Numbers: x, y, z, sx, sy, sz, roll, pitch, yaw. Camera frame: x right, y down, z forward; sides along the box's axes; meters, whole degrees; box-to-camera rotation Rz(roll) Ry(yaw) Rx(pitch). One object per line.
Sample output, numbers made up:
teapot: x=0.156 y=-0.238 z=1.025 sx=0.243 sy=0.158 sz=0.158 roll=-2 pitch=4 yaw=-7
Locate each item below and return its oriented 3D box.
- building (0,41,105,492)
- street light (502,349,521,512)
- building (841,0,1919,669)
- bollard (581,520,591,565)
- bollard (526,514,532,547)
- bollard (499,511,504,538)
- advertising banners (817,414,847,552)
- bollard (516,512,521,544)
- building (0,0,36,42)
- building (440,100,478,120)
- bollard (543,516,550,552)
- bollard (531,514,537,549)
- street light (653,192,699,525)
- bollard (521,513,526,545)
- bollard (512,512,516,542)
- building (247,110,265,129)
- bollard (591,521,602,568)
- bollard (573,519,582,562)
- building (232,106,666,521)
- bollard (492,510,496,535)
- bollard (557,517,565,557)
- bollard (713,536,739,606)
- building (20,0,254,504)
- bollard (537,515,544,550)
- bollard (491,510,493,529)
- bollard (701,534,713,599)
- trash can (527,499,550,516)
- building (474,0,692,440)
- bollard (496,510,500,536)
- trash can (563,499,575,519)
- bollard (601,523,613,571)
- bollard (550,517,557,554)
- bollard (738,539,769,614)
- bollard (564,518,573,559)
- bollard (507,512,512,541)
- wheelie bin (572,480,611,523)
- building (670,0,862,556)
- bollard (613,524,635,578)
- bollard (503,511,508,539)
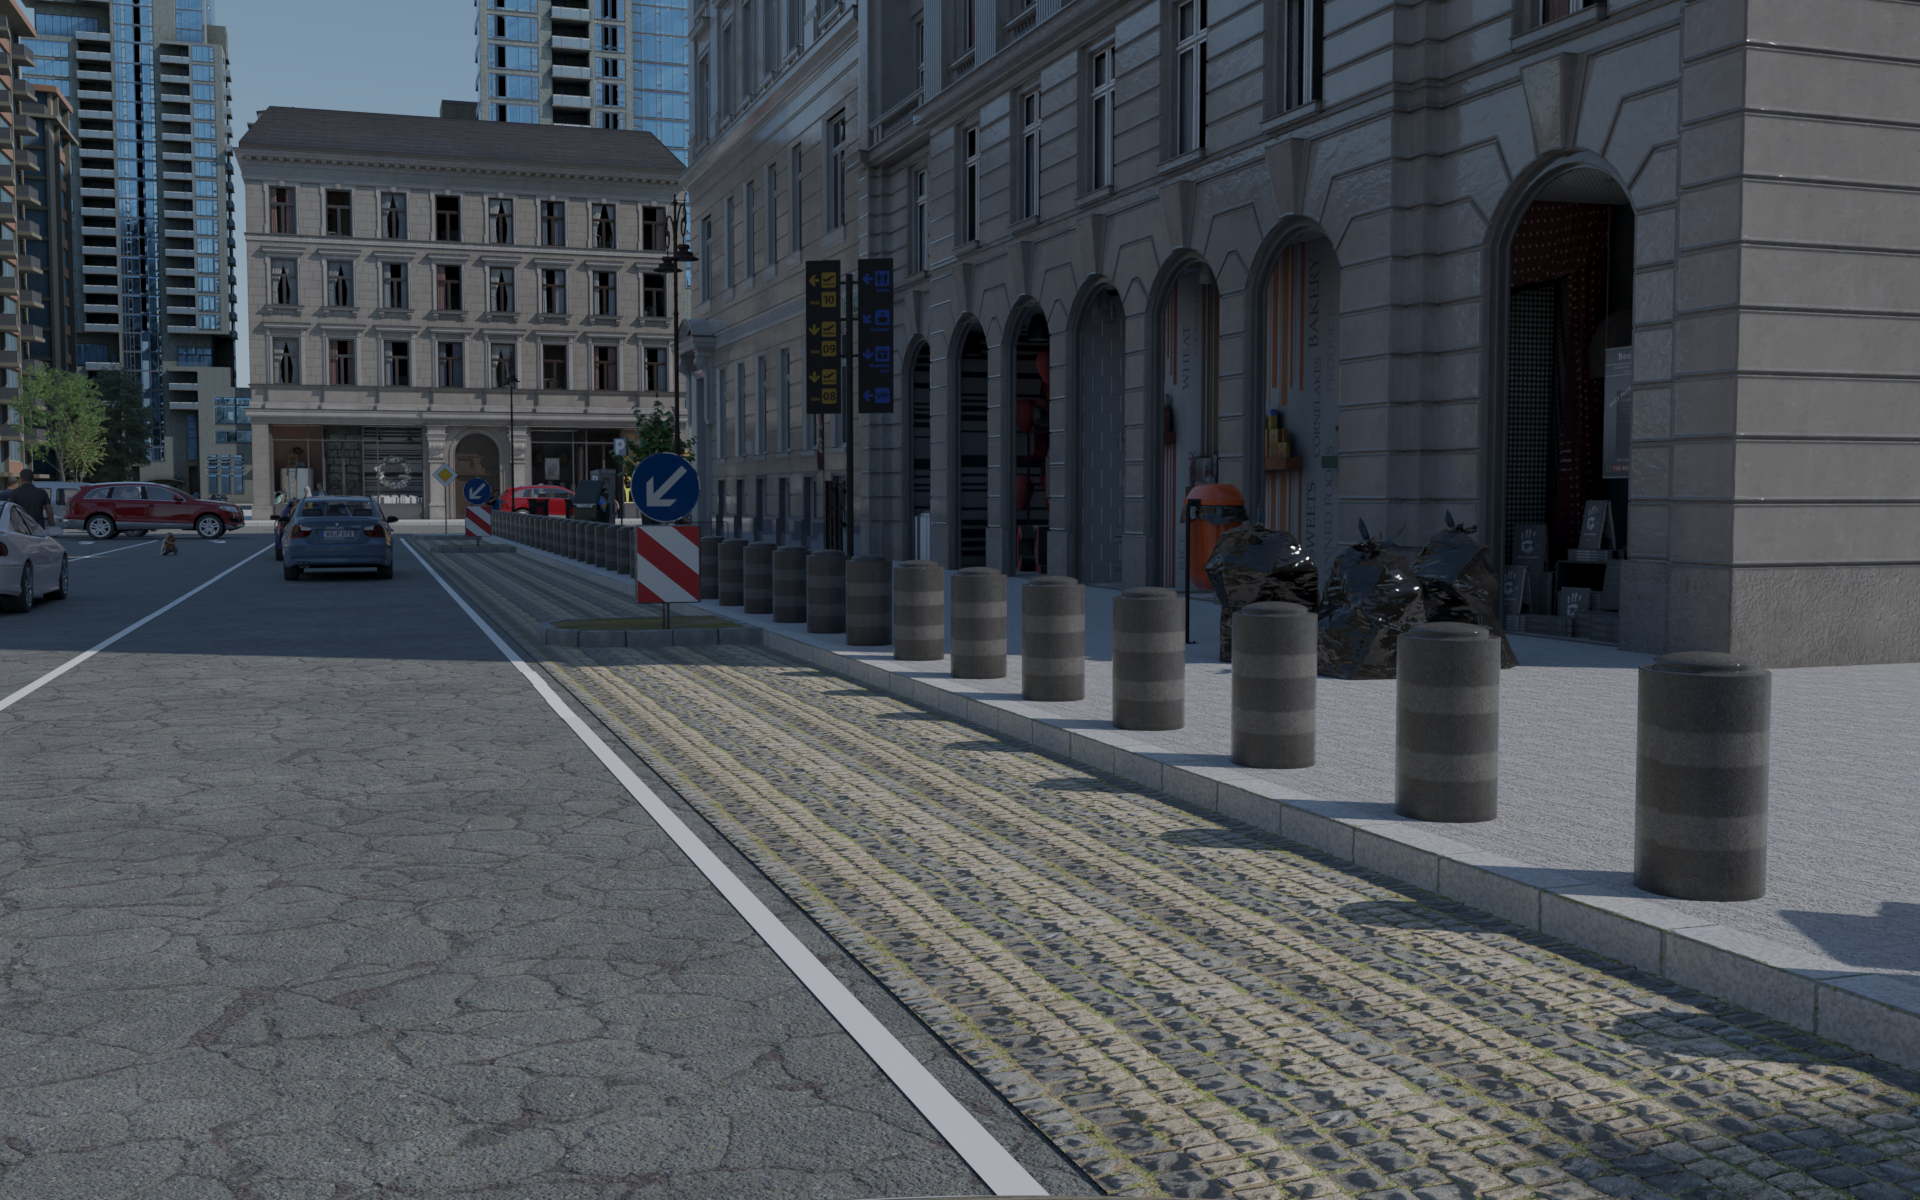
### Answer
building: x=-104.619 y=-31.918 z=176.478 sx=28.867 sy=44.769 sz=22.147 roll=-1 pitch=4 yaw=-19
street light: x=-14.289 y=-5.044 z=55.261 sx=0.468 sy=5.910 sz=1.993 roll=-1 pitch=4 yaw=-19
building: x=7.343 y=-11.187 z=24.704 sx=13.314 sy=21.916 sz=24.055 roll=-1 pitch=4 yaw=-19
bollard: x=-6.650 y=-1.038 z=31.693 sx=0.404 sy=0.777 sz=0.398 roll=0 pitch=3 yaw=0
bollard: x=-10.266 y=-1.675 z=42.106 sx=0.404 sy=0.777 sz=0.398 roll=0 pitch=3 yaw=0
bollard: x=-12.980 y=-2.154 z=49.927 sx=0.404 sy=0.777 sz=0.398 roll=0 pitch=3 yaw=0
advertising banners: x=-1.530 y=-1.483 z=20.443 sx=0.090 sy=3.025 sz=2.074 roll=0 pitch=4 yaw=5
bollard: x=-11.171 y=-1.834 z=44.704 sx=0.404 sy=0.777 sz=0.398 roll=0 pitch=3 yaw=0
building: x=-89.270 y=-29.854 z=142.734 sx=22.147 sy=44.769 sz=28.867 roll=-1 pitch=4 yaw=-19
building: x=-47.923 y=-30.656 z=184.825 sx=14.154 sy=41.232 sz=14.086 roll=-1 pitch=4 yaw=-19
bollard: x=-8.912 y=-1.437 z=38.206 sx=0.404 sy=0.777 sz=0.398 roll=0 pitch=3 yaw=0
bollard: x=-9.816 y=-1.596 z=40.805 sx=0.404 sy=0.777 sz=0.398 roll=0 pitch=3 yaw=0
street light: x=-4.391 y=-3.307 z=26.851 sx=0.468 sy=5.910 sz=1.993 roll=-1 pitch=4 yaw=-19
bollard: x=-10.721 y=-1.755 z=43.404 sx=0.404 sy=0.777 sz=0.398 roll=0 pitch=3 yaw=0
bollard: x=-11.621 y=-1.914 z=46.012 sx=0.404 sy=0.777 sz=0.398 roll=0 pitch=3 yaw=0
building: x=-85.062 y=-40.180 z=246.177 sx=27.495 sy=52.752 sz=28.713 roll=-1 pitch=4 yaw=-19
bollard: x=-6.200 y=-0.959 z=30.393 sx=0.404 sy=0.777 sz=0.398 roll=0 pitch=3 yaw=0
bollard: x=-7.103 y=-1.118 z=33.002 sx=0.404 sy=0.777 sz=0.398 roll=0 pitch=3 yaw=0
building: x=-34.407 y=-14.484 z=87.731 sx=40.483 sy=20.767 sz=10.553 roll=-1 pitch=4 yaw=-19
bollard: x=-13.886 y=-2.312 z=52.525 sx=0.404 sy=0.777 sz=0.398 roll=0 pitch=3 yaw=0
bollard: x=-8.006 y=-1.277 z=35.602 sx=0.404 sy=0.777 sz=0.398 roll=0 pitch=3 yaw=0
bollard: x=-2.584 y=-0.322 z=19.976 sx=0.404 sy=0.777 sz=0.398 roll=0 pitch=3 yaw=0
building: x=-111.987 y=-56.322 z=233.541 sx=31.000 sy=86.520 sz=22.319 roll=-1 pitch=4 yaw=-19
bollard: x=-9.366 y=-1.516 z=39.505 sx=0.404 sy=0.777 sz=0.398 roll=0 pitch=3 yaw=0
bollard: x=-14.340 y=-2.393 z=53.843 sx=0.404 sy=0.777 sz=0.398 roll=0 pitch=3 yaw=0
bollard: x=-3.038 y=-0.401 z=21.278 sx=0.404 sy=0.777 sz=0.398 roll=0 pitch=3 yaw=0
trash can: x=-13.151 y=-2.594 z=54.066 sx=0.748 sy=1.137 sz=0.748 roll=0 pitch=3 yaw=0
building: x=-36.657 y=-52.035 z=163.441 sx=22.319 sy=86.520 sz=31.000 roll=-1 pitch=4 yaw=-19
bollard: x=-13.435 y=-2.233 z=51.225 sx=0.404 sy=0.777 sz=0.398 roll=0 pitch=3 yaw=0
trash can: x=-11.334 y=-2.414 z=51.121 sx=0.748 sy=1.137 sz=0.748 roll=0 pitch=3 yaw=0
bollard: x=-5.749 y=-0.879 z=29.093 sx=0.404 sy=0.777 sz=0.398 roll=0 pitch=3 yaw=0
bollard: x=-8.461 y=-1.357 z=36.906 sx=0.404 sy=0.777 sz=0.398 roll=0 pitch=3 yaw=0
bollard: x=-2.131 y=-0.242 z=18.677 sx=0.404 sy=0.777 sz=0.398 roll=0 pitch=3 yaw=0
bollard: x=-7.558 y=-1.198 z=34.301 sx=0.404 sy=0.777 sz=0.398 roll=0 pitch=3 yaw=0
bollard: x=-12.077 y=-1.994 z=47.324 sx=0.404 sy=0.777 sz=0.398 roll=0 pitch=3 yaw=0
wheelie bin: x=-8.328 y=-1.909 z=39.126 sx=0.980 sy=1.594 sz=0.693 roll=1 pitch=4 yaw=20
building: x=0.709 y=-15.879 z=45.532 sx=13.634 sy=28.700 sz=20.117 roll=-1 pitch=4 yaw=-19
bollard: x=-5.296 y=-0.799 z=27.784 sx=0.404 sy=0.777 sz=0.398 roll=0 pitch=3 yaw=0
bollard: x=-12.530 y=-2.074 z=48.623 sx=0.404 sy=0.777 sz=0.398 roll=0 pitch=3 yaw=0
